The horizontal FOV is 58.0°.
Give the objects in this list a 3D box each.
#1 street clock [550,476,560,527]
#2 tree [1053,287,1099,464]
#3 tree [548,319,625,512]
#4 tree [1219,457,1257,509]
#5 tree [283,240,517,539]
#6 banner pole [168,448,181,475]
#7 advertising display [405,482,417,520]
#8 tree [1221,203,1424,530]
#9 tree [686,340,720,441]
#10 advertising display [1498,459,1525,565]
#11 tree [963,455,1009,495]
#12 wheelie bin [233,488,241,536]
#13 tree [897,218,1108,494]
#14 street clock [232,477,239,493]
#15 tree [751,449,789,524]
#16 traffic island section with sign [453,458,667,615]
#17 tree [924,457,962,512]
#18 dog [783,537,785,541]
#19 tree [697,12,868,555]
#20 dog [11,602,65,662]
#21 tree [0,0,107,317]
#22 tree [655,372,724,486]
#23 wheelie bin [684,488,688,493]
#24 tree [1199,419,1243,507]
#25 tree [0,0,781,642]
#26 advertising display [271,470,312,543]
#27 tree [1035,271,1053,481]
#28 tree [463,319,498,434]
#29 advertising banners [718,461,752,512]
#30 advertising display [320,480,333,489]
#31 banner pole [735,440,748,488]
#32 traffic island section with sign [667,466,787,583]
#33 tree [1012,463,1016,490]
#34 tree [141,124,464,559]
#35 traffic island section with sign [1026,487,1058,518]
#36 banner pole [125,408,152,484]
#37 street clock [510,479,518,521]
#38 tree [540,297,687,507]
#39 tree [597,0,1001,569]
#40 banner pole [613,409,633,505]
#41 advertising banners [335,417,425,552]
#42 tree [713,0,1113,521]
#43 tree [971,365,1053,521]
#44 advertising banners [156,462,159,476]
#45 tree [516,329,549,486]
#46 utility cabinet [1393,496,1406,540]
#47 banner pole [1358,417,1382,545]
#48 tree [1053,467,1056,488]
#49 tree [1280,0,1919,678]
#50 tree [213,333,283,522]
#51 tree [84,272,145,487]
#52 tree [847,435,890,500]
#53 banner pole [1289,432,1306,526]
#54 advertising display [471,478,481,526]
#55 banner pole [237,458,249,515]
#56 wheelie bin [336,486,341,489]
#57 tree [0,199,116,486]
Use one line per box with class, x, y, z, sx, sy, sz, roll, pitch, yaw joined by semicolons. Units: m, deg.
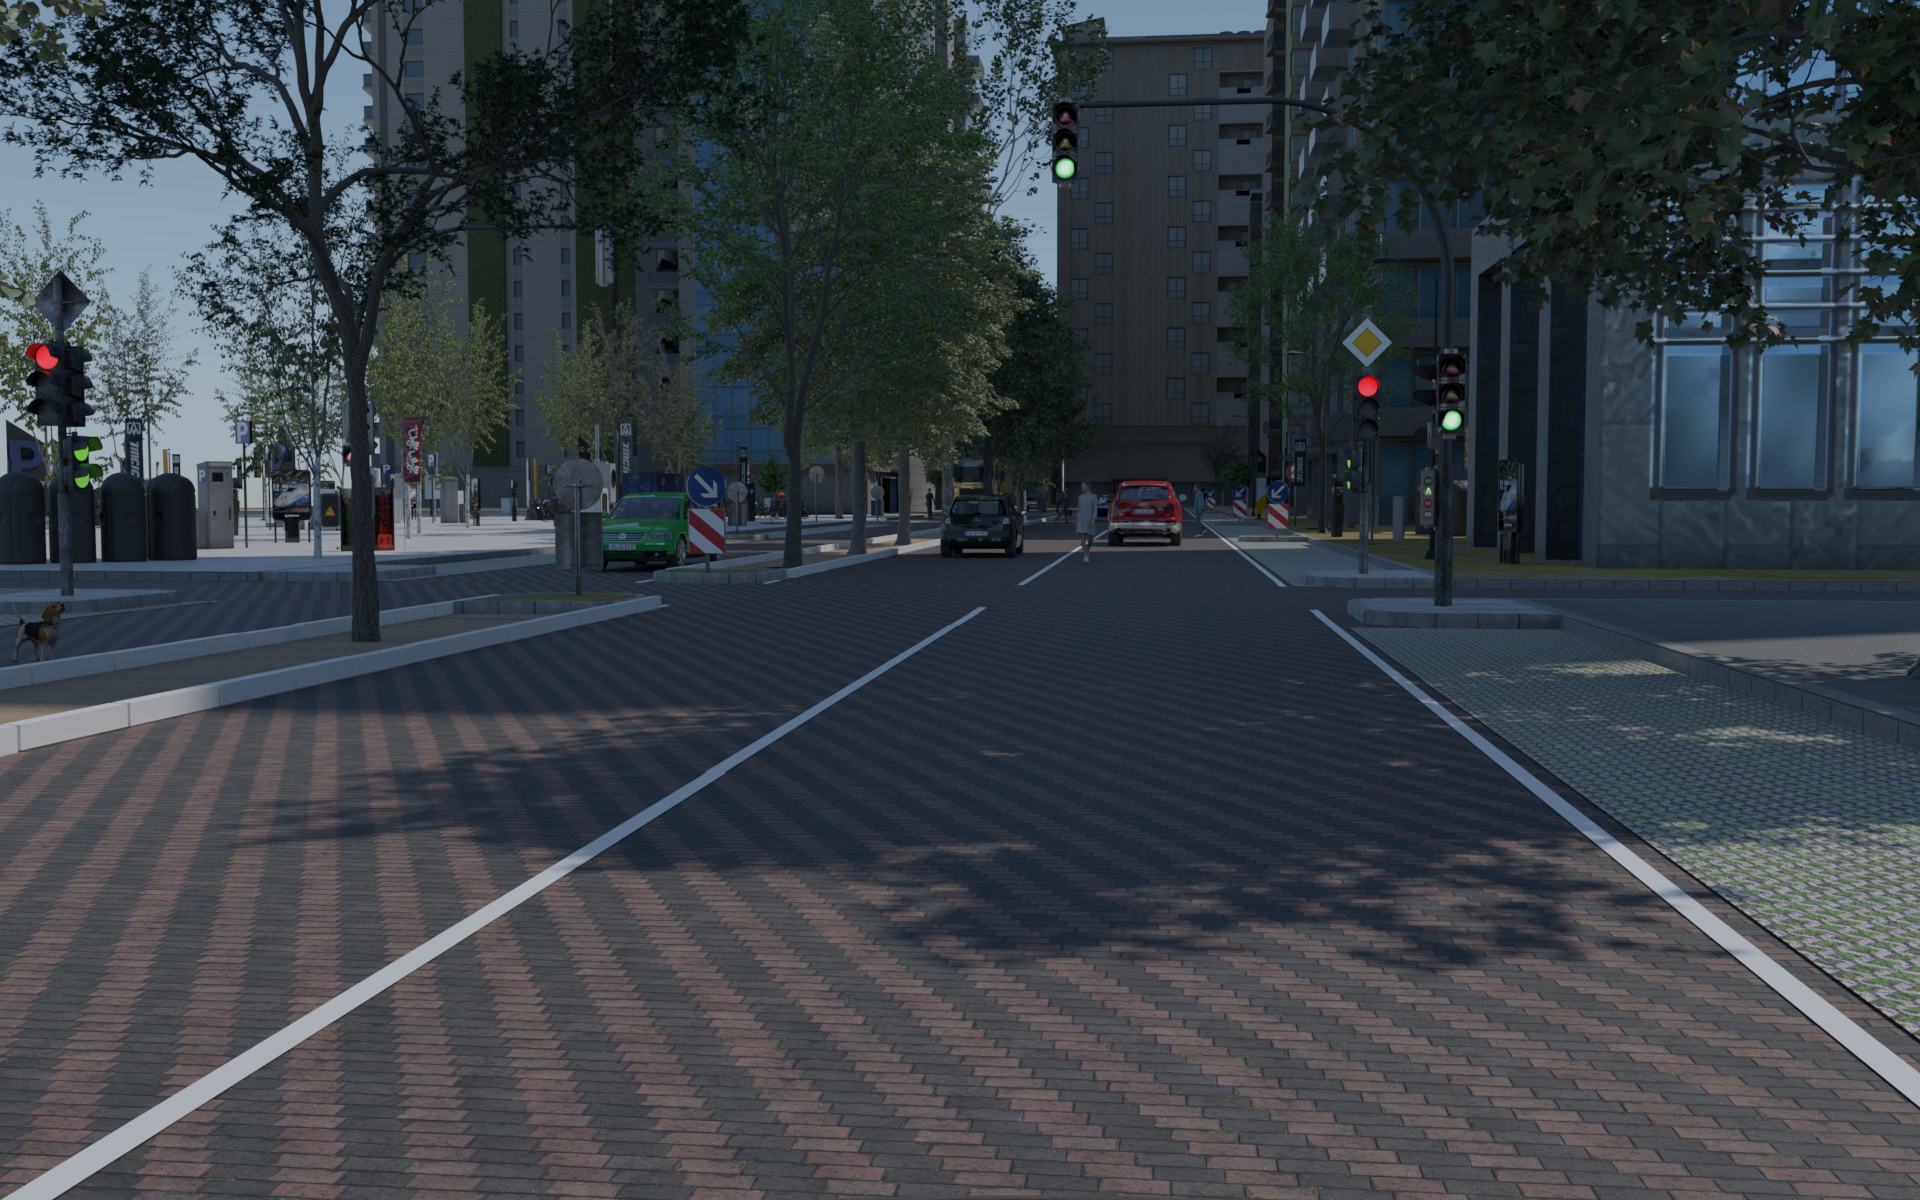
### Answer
street clock;-15.719;-3.850;67.526;0.358;2.002;0.471;2;4;32
tree;2.861;-10.020;84.416;7.486;12.596;7.792;0;3;0
tree;-16.288;-7.529;73.463;4.737;8.622;4.395;0;3;0
tree;24.350;-10.284;151.859;4.285;4.588;4.351;0;3;0
tree;-16.017;-6.059;49.431;4.737;8.622;4.395;0;3;0
banner pole;-43.095;-6.418;94.959;0.401;3.779;0.863;3;4;38
advertising display;-27.181;-4.914;85.555;0.123;1.923;0.974;1;4;18
tree;13.020;-8.365;62.527;9.928;11.665;9.643;0;3;0
tree;-13.310;-7.928;79.978;4.360;8.622;3.978;0;3;0
advertising display;10.143;-1.633;31.908;0.123;1.923;0.974;0;4;-3
tree;1.268;-12.271;150.988;4.360;8.622;3.978;0;3;0
wheelie bin;-22.583;-2.779;53.351;0.980;1.594;0.693;3;5;45
tree;1.141;-9.252;70.730;9.611;12.733;9.660;0;3;0
street clock;-31.528;-4.325;75.291;0.471;2.002;0.358;3;5;43
tree;-8.198;-4.870;74.229;1.663;3.219;1.824;0;3;0
traffic island section with sign;-4.922;-0.811;21.395;2.006;1.907;1.989;0;4;7
tree;-0.938;-8.673;125.514;4.285;4.588;4.351;0;3;0
dog;-5.133;-2.004;52.952;0.550;0.427;0.748;0;4;0
tree;-2.459;-7.369;41.062;7.486;12.596;7.792;0;3;0
dog;-7.863;0.276;14.782;0.540;0.507;0.406;-1;4;-10
tree;-6.935;-5.954;6.459;9.857;13.997;8.962;0;3;0
tree;-16.155;-9.333;102.949;4.737;8.622;4.395;0;3;0
wheelie bin;-13.877;-4.796;86.329;0.980;1.594;0.693;2;4;27
tree;25.349;-13.338;168.443;4.360;8.622;3.978;0;3;0
tree;-5.683;-4.888;16.786;8.767;10.594;7.601;0;4;7
advertising display;-17.614;-2.474;45.659;0.974;1.923;0.123;-1;4;-9
tree;-1.628;-7.829;48.588;7.486;12.596;7.792;0;3;0
tree;-17.453;-6.480;56.304;4.360;8.622;3.978;0;3;0
advertising banners;-11.923;-5.828;91.467;2.074;3.025;0.090;1;4;16
advertising display;-30.140;-4.706;82.160;0.974;1.923;0.123;0;4;-6
banner pole;-10.202;-5.541;80.604;0.863;3.779;0.401;-3;5;-44
traffic island section with sign;-4.036;-1.261;28.749;2.006;1.907;1.989;0;4;7
tree;3.871;-13.182;165.882;4.360;8.622;3.978;0;3;0
tree;-12.948;-5.129;34.216;4.360;8.622;3.978;0;3;0
traffic island section with sign;4.845;-5.824;103.363;2.006;1.907;1.989;0;4;7
banner pole;-23.782;-3.687;50.307;0.863;3.779;0.401;-2;4;-30
street clock;-20.999;-4.709;81.564;0.358;2.002;0.471;-2;4;-29
tree;-13.072;-6.972;64.353;4.360;8.622;3.978;0;3;0
tree;-3.073;-6.367;32.311;9.928;11.665;9.643;0;3;0
banner pole;-9.921;-3.719;50.829;0.863;3.779;0.401;2;4;27
advertising banners;-13.060;-2.625;39.102;2.074;3.025;0.090;-3;5;-39
tree;-1.535;-12.306;59.551;12.611;20.169;13.585;0;3;0
tree;1.718;-7.682;78.428;4.737;8.622;4.395;0;3;0
advertising banners;-43.415;-5.936;93.236;0.090;3.025;2.074;0;4;-6
tree;-18.672;-7.050;65.625;4.737;8.622;4.395;0;3;0
utility cabinet;12.452;-2.319;49.083;0.306;1.237;1.020;1;4;17
banner pole;10.407;-3.318;44.272;0.401;3.779;0.863;-2;4;-25
tree;3.414;-8.434;90.714;4.737;8.622;4.395;0;3;0
tree;7.021;-5.790;11.676;9.611;12.733;9.660;0;3;0
tree;-31.761;-7.869;79.028;4.737;8.622;4.395;0;3;0
tree;-26.723;-6.453;55.876;4.360;8.622;3.978;0;3;0
tree;-4.941;-9.245;101.523;4.360;8.622;3.978;0;3;0
banner pole;13.470;-4.859;69.469;0.863;3.779;0.401;0;4;3
advertising display;-19.334;-3.913;69.198;0.123;1.923;0.974;-2;4;-30
banner pole;-43.961;-7.094;105.995;0.401;3.779;0.863;1;4;19
wheelie bin;-24.039;-3.614;66.996;0.693;1.594;0.980;-1;4;-10
tree;-22.650;-5.638;42.543;4.737;8.622;4.395;0;3;0
